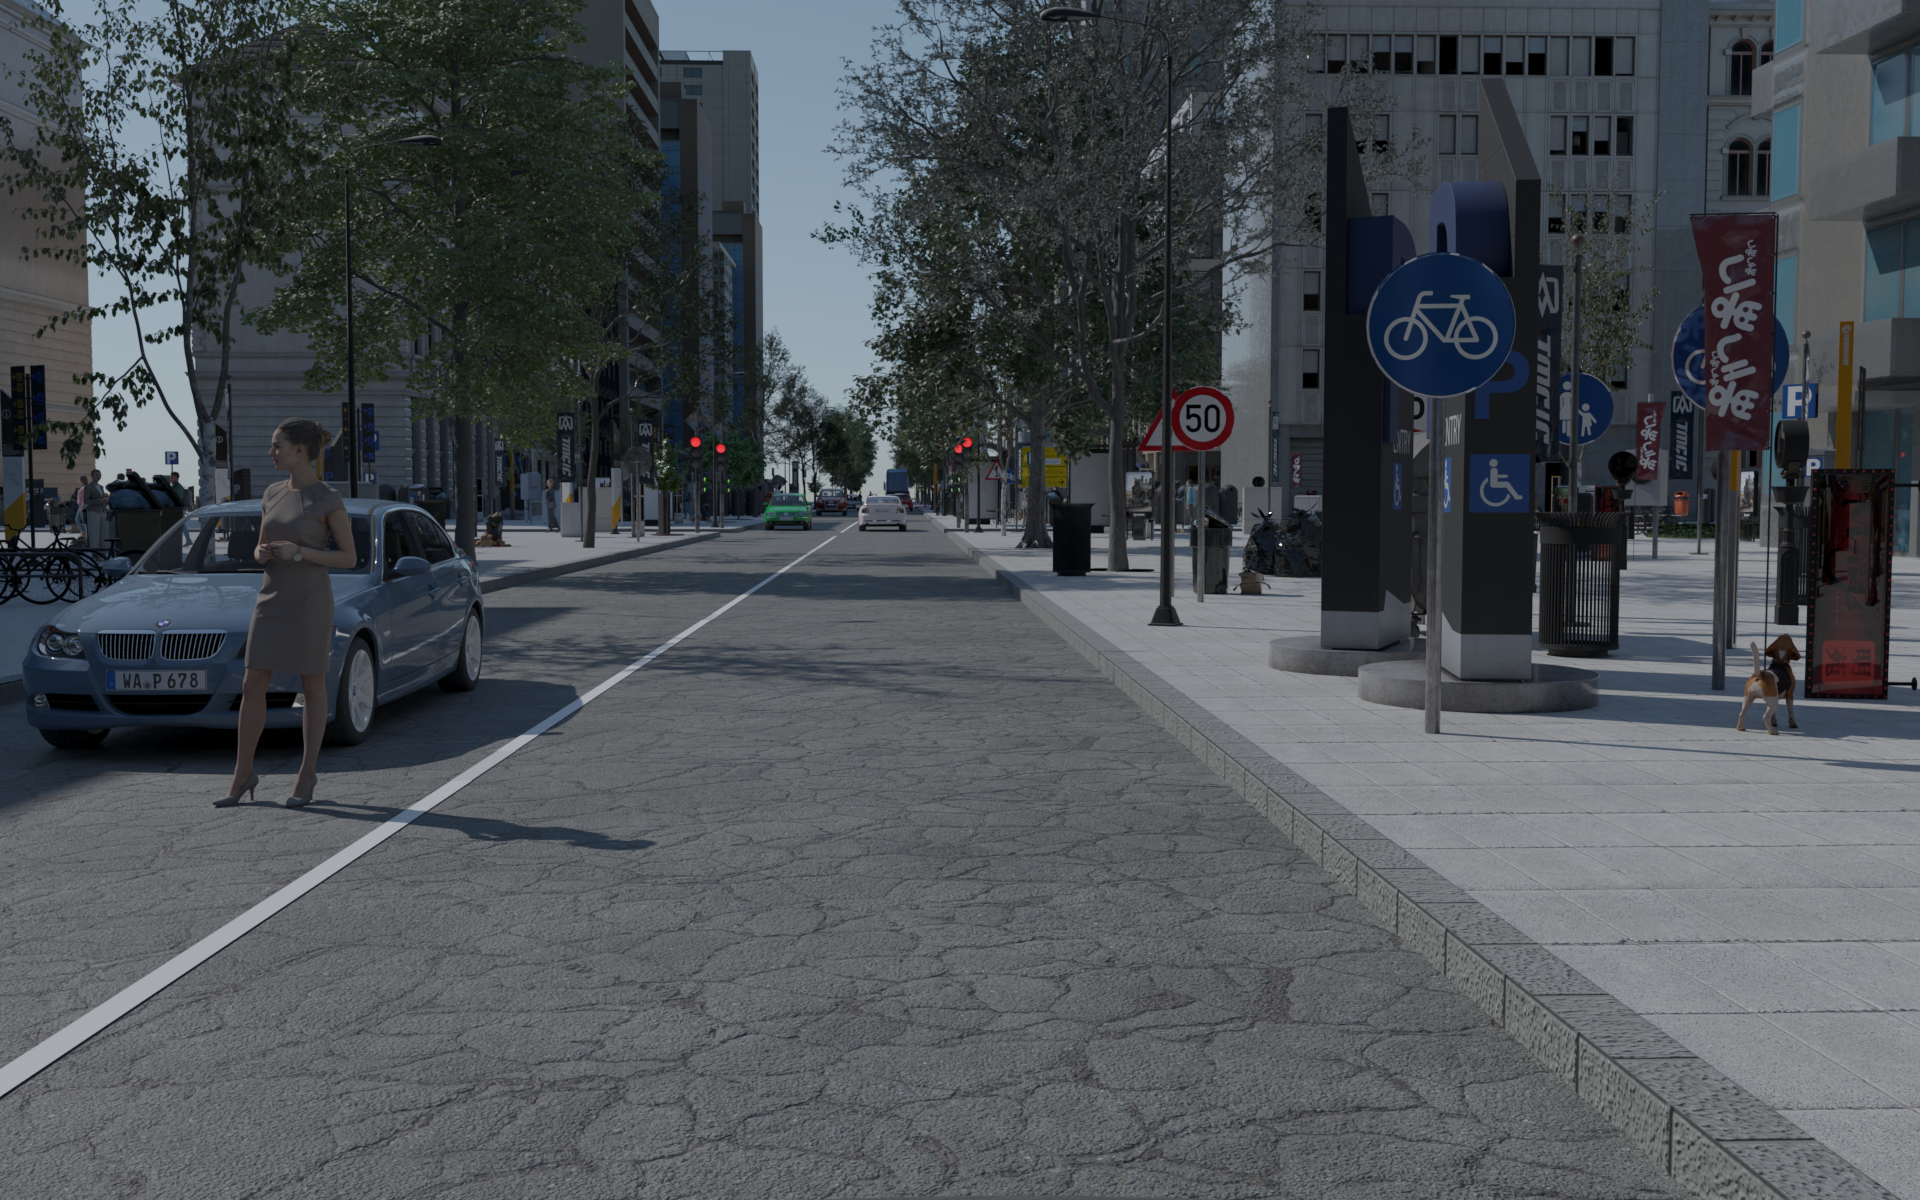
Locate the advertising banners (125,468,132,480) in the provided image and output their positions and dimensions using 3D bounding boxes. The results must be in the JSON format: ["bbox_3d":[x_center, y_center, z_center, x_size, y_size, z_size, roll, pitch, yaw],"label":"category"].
[{"bbox_3d":[-56.578,-7.529,119.295,0.090,3.025,2.074,1,4,23],"label":"advertising banners"}]

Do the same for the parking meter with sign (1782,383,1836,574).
[{"bbox_3d":[13.952,-1.936,27.916,1.738,3.016,0.543,-2,4,-35],"label":"parking meter with sign"}]

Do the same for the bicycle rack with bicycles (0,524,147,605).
[{"bbox_3d":[-10.954,-0.435,20.492,2.925,0.926,2.852,-1,4,-10],"label":"bicycle rack with bicycles"}]

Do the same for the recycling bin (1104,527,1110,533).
[{"bbox_3d":[4.919,-2.771,57.863,0.722,1.027,0.722,3,4,36],"label":"recycling bin"}]

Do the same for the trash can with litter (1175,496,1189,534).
[{"bbox_3d":[7.514,-2.814,57.068,1.678,1.210,2.233,2,4,35],"label":"trash can with litter"}]

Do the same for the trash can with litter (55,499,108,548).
[{"bbox_3d":[-19.624,-1.687,38.963,1.055,1.170,0.624,1,4,20],"label":"trash can with litter"}]

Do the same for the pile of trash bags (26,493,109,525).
[{"bbox_3d":[-37.092,-3.788,71.687,3.447,1.369,1.912,1,4,19],"label":"pile of trash bags"}]

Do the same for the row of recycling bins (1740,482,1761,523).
[{"bbox_3d":[27.422,-3.117,58.079,3.534,1.692,1.069,1,4,23],"label":"row of recycling bins"}]

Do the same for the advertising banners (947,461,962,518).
[{"bbox_3d":[-0.036,-5.919,92.963,0.090,3.025,2.074,3,5,40],"label":"advertising banners"}]

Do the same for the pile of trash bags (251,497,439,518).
[{"bbox_3d":[-8.965,-0.967,25.569,1.912,1.369,3.447,1,4,9],"label":"pile of trash bags"}]

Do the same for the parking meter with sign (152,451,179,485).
[{"bbox_3d":[-32.144,-4.491,69.688,0.543,3.016,1.738,0,4,6],"label":"parking meter with sign"}]

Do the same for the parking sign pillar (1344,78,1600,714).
[{"bbox_3d":[3.228,-1.360,10.714,1.447,3.967,1.447,0,4,7],"label":"parking sign pillar"}]

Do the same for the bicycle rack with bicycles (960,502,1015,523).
[{"bbox_3d":[1.398,-3.842,76.203,2.852,0.926,2.925,2,4,28],"label":"bicycle rack with bicycles"}]

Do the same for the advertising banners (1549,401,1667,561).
[{"bbox_3d":[12.333,-2.254,33.035,2.074,3.025,0.090,1,4,14],"label":"advertising banners"}]

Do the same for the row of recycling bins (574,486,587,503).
[{"bbox_3d":[-21.299,-5.716,100.577,1.069,1.692,3.534,1,4,15],"label":"row of recycling bins"}]

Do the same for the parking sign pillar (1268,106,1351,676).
[{"bbox_3d":[3.013,-1.482,12.700,1.447,3.967,1.447,2,4,24],"label":"parking sign pillar"}]

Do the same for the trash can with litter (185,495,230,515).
[{"bbox_3d":[-19.666,-2.154,46.279,1.678,1.210,2.233,-2,4,-32],"label":"trash can with litter"}]

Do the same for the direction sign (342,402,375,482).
[{"bbox_3d":[-14.909,-3.119,42.990,0.379,3.537,0.876,3,5,39],"label":"direction sign"}]

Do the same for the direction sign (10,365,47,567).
[{"bbox_3d":[-16.425,-2.362,30.609,0.876,3.537,0.379,2,4,26],"label":"direction sign"}]

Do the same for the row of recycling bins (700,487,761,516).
[{"bbox_3d":[-13.424,-5.768,101.425,3.534,1.692,1.069,-1,4,-18],"label":"row of recycling bins"}]

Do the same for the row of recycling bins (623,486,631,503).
[{"bbox_3d":[-23.415,-6.784,118.035,1.069,1.692,3.534,0,4,6],"label":"row of recycling bins"}]

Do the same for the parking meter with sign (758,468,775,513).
[{"bbox_3d":[-13.188,-7.245,114.711,1.738,3.016,0.543,0,4,5],"label":"parking meter with sign"}]

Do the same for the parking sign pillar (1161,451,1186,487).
[{"bbox_3d":[11.549,-6.431,93.621,1.447,3.967,1.447,3,4,38],"label":"parking sign pillar"}]

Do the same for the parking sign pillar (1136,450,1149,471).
[{"bbox_3d":[11.102,-7.212,106.383,1.447,3.967,1.447,-2,4,-25],"label":"parking sign pillar"}]

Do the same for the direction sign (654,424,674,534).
[{"bbox_3d":[-9.690,-3.920,56.090,0.876,3.537,0.379,-1,4,-18],"label":"direction sign"}]

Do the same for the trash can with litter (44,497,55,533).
[{"bbox_3d":[-29.356,-2.774,56.738,0.624,1.170,1.055,3,4,39],"label":"trash can with litter"}]

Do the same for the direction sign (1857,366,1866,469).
[{"bbox_3d":[16.129,-2.388,31.042,0.379,3.537,0.876,2,4,32],"label":"direction sign"}]

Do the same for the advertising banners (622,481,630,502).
[{"bbox_3d":[-20.788,-6.814,107.594,0.090,3.025,2.074,-2,4,-30],"label":"advertising banners"}]

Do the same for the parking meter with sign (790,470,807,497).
[{"bbox_3d":[-11.941,-7.847,124.553,1.738,3.016,0.543,1,4,10],"label":"parking meter with sign"}]

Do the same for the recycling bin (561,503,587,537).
[{"bbox_3d":[-11.497,-2.390,51.633,0.722,1.027,0.722,-1,4,-9],"label":"recycling bin"}]

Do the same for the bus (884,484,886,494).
[{"bbox_3d":[-7.836,-13.228,211.142,2.948,3.499,13.247,0,4,-2],"label":"bus"}]

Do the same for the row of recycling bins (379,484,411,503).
[{"bbox_3d":[-23.933,-3.919,71.189,3.534,1.692,1.069,1,4,11],"label":"row of recycling bins"}]

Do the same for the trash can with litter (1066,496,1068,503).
[{"bbox_3d":[6.204,-5.676,104.189,0.624,1.170,1.055,-1,4,-12],"label":"trash can with litter"}]

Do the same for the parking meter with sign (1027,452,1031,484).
[{"bbox_3d":[2.999,-4.549,70.631,0.543,3.016,1.738,0,4,2],"label":"parking meter with sign"}]

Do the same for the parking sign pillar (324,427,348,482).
[{"bbox_3d":[-23.811,-4.749,66.112,1.447,3.967,1.447,0,4,3],"label":"parking sign pillar"}]

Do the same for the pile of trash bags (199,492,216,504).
[{"bbox_3d":[-41.592,-5.416,98.299,1.912,1.369,3.447,2,4,31],"label":"pile of trash bags"}]

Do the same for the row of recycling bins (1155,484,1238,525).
[{"bbox_3d":[10.043,-4.070,73.659,3.534,1.692,1.069,1,4,11],"label":"row of recycling bins"}]

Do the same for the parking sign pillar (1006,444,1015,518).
[{"bbox_3d":[2.662,-6.369,92.603,1.447,3.967,1.447,-1,4,-11],"label":"parking sign pillar"}]

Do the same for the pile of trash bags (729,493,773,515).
[{"bbox_3d":[-13.297,-6.024,108.245,3.447,1.369,1.912,0,4,3],"label":"pile of trash bags"}]

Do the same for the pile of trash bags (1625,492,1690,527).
[{"bbox_3d":[30.313,-4.020,75.482,1.912,1.369,3.447,2,4,33],"label":"pile of trash bags"}]

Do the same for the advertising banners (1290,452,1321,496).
[{"bbox_3d":[14.647,-4.637,71.996,2.074,3.025,0.090,3,5,40],"label":"advertising banners"}]

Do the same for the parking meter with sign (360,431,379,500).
[{"bbox_3d":[-16.469,-3.192,48.455,0.543,3.016,1.738,-1,4,-16],"label":"parking meter with sign"}]

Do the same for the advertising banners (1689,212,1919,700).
[{"bbox_3d":[5.578,-0.891,10.753,2.074,3.025,0.090,1,4,8],"label":"advertising banners"}]

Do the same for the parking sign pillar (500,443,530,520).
[{"bbox_3d":[-22.185,-5.979,86.227,1.447,3.967,1.447,0,4,0],"label":"parking sign pillar"}]

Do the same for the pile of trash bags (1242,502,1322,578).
[{"bbox_3d":[6.315,-1.089,27.559,3.447,1.369,1.912,0,4,-8],"label":"pile of trash bags"}]

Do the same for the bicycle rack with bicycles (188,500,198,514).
[{"bbox_3d":[-59.548,-7.127,129.905,2.925,0.926,2.852,1,4,17],"label":"bicycle rack with bicycles"}]

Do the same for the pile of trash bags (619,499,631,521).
[{"bbox_3d":[-15.845,-4.395,81.615,3.447,1.369,1.912,1,4,22],"label":"pile of trash bags"}]

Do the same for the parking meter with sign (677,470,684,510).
[{"bbox_3d":[-19.177,-7.450,118.062,0.543,3.016,1.738,1,4,13],"label":"parking meter with sign"}]

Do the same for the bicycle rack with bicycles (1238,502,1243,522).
[{"bbox_3d":[12.426,-4.058,79.735,2.925,0.926,2.852,-1,4,-12],"label":"bicycle rack with bicycles"}]

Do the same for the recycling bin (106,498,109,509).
[{"bbox_3d":[-57.850,-6.375,116.785,0.722,1.027,0.722,0,4,-2],"label":"recycling bin"}]

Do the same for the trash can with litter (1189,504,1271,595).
[{"bbox_3d":[3.473,-0.666,22.283,1.055,1.170,0.624,1,4,13],"label":"trash can with litter"}]
